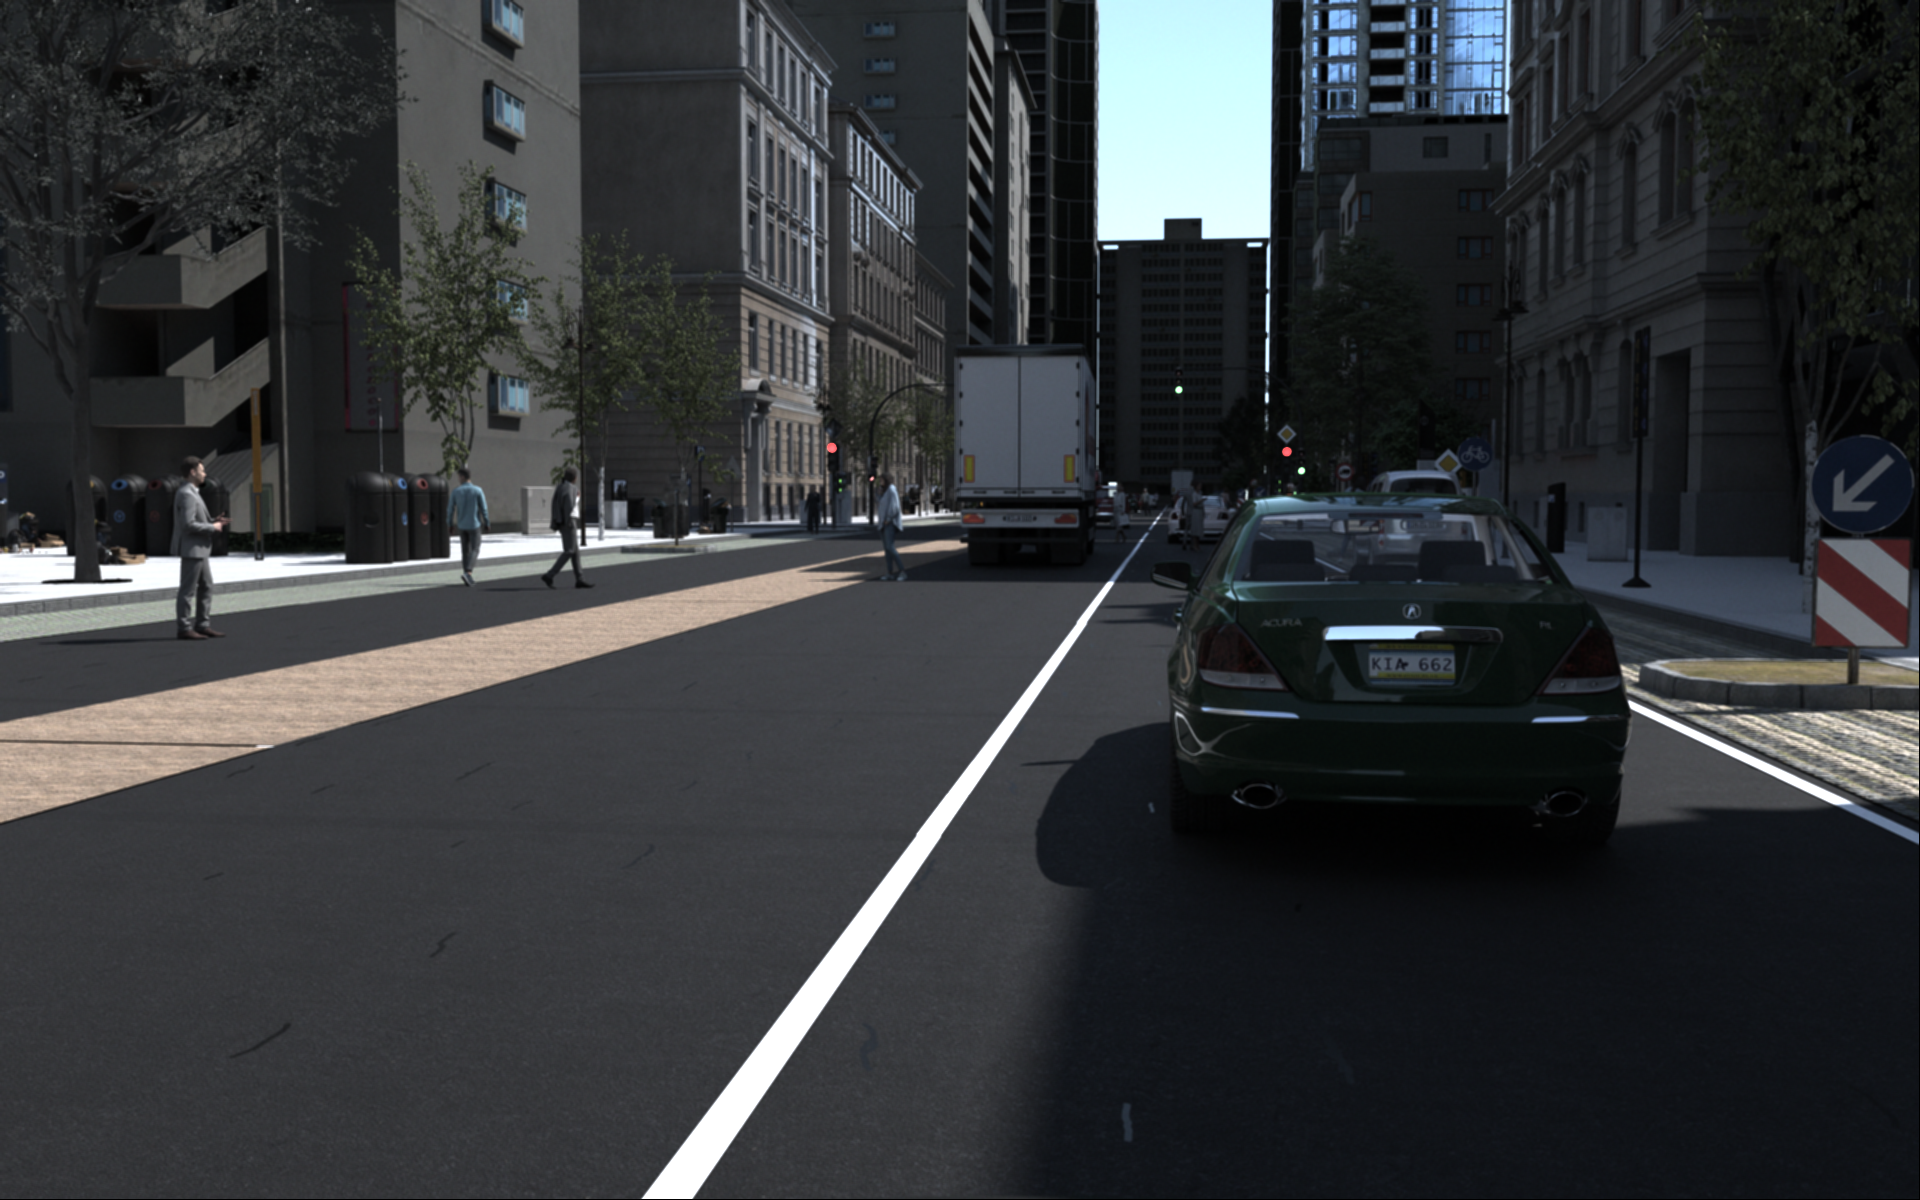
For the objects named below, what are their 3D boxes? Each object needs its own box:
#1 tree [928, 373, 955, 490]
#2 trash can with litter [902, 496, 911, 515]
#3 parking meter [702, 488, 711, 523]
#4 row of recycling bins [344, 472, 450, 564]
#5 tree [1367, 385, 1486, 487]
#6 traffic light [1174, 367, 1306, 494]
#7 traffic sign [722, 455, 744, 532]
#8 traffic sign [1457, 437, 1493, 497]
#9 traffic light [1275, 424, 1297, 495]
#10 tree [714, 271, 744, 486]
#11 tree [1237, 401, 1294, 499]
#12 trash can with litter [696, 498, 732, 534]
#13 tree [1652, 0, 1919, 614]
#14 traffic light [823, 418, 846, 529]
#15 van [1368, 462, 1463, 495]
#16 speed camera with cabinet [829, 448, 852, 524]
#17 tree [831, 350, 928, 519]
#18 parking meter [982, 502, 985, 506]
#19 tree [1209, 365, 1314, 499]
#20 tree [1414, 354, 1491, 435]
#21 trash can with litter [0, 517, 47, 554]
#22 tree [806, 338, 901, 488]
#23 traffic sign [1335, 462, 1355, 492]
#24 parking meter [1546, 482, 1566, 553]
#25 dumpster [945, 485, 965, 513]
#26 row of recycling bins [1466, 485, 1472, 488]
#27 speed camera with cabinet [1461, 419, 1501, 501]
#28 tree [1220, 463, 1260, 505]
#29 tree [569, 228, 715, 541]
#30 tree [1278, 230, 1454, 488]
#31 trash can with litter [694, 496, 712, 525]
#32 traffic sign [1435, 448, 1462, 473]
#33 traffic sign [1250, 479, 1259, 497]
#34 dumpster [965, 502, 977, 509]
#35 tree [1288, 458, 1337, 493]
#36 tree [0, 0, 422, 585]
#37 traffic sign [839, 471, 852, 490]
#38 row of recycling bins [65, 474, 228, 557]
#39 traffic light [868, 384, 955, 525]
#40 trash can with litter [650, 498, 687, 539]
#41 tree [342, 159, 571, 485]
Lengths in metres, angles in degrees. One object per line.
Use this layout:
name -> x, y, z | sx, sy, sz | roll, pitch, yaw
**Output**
tree -> -1.739, -9.369, 103.551 | 4.737, 8.622, 4.395 | 0, 3, 0
trash can with litter -> -3.268, -5.859, 107.182 | 0.624, 1.170, 1.055 | -1, 4, -10
parking meter -> -11.008, -4.089, 75.259 | 0.372, 1.533, 0.369 | 0, 3, 0
row of recycling bins -> -10.826, -1.602, 33.298 | 1.069, 1.692, 3.534 | 0, 4, 6
tree -> 13.965, -4.180, 52.055 | 4.285, 4.588, 4.351 | 0, 3, 0
traffic light -> 10.050, -5.339, 61.967 | 4.771, 5.953, 1.251 | 0, 4, 7
traffic sign -> -7.671, -3.559, 58.188 | 0.884, 2.594, 0.081 | 1, 4, 15
traffic sign -> 11.469, -2.356, 38.632 | 0.768, 2.556, 0.104 | 1, 4, 11
traffic light -> 13.124, -4.945, 69.774 | 0.839, 4.253, 0.868 | 0, 4, 7
tree -> -8.453, -6.271, 52.897 | 4.737, 8.622, 4.395 | 0, 3, 0
tree -> 24.373, -11.372, 136.286 | 4.737, 8.622, 4.395 | 0, 3, 0
trash can with litter -> -7.869, -2.686, 55.297 | 1.055, 1.170, 0.624 | -3, 5, -41
tree -> 9.166, -4.142, 18.088 | 4.737, 8.622, 4.395 | 0, 3, 0
traffic light -> -4.647, -4.587, 63.916 | 0.839, 4.253, 0.868 | 0, 4, 7
van -> 8.224, -1.517, 31.815 | 2.013, 2.044, 4.112 | 0, 4, 7
speed camera with cabinet -> -5.193, -4.943, 75.160 | 0.660, 3.252, 2.038 | 1, 4, 9
tree -> -4.468, -8.443, 88.403 | 4.737, 8.622, 4.395 | 0, 3, 0
parking meter -> 1.950, -7.982, 136.211 | 0.399, 1.863, 0.255 | -3, 5, -41
tree -> 22.632, -11.753, 126.568 | 8.767, 10.594, 7.601 | 1, 4, 16
tree -> 25.363, -8.569, 90.472 | 4.360, 8.622, 3.978 | 0, 3, 0
trash can with litter -> -20.918, -1.653, 38.086 | 1.678, 1.210, 2.233 | -1, 4, -21
tree -> -5.222, -8.037, 81.767 | 4.360, 8.622, 3.978 | 0, 3, 0
traffic sign -> 15.480, -4.258, 69.720 | 0.768, 2.556, 0.104 | 1, 4, 17
parking meter -> 13.003, -1.797, 37.788 | 0.372, 1.533, 0.369 | 0, 3, 0
dumpster -> -0.331, -6.764, 116.355 | 1.264, 1.857, 1.865 | 0, 4, 7
row of recycling bins -> 21.674, -4.212, 75.977 | 3.534, 1.692, 1.069 | -1, 4, -20
speed camera with cabinet -> 13.912, -3.186, 46.427 | 0.660, 3.252, 2.038 | 0, 4, 2
tree -> 32.338, -13.487, 204.227 | 4.285, 4.588, 4.351 | 0, 3, 0
tree -> -10.115, -5.950, 47.647 | 4.737, 8.622, 4.395 | 0, 3, 0
tree -> 17.519, -9.594, 74.985 | 7.486, 12.596, 7.792 | 0, 3, 0
trash can with litter -> -10.811, -3.814, 73.421 | 1.678, 1.210, 2.233 | 0, 4, -8
traffic sign -> 12.296, -2.598, 43.661 | 0.795, 2.450, 0.064 | 1, 4, 15
traffic sign -> 24.106, -8.669, 141.838 | 0.768, 2.556, 0.104 | 0, 4, 8
dumpster -> 0.537, -7.357, 122.779 | 1.502, 2.255, 1.985 | 0, 4, 7
tree -> 16.918, -5.400, 82.888 | 1.663, 3.219, 1.824 | 0, 3, 0
tree -> -12.746, -6.988, 24.622 | 12.009, 13.543, 11.850 | 0, 3, 0
traffic sign -> -5.176, -4.659, 78.307 | 0.606, 2.300, 0.079 | 1, 4, 11
row of recycling bins -> -16.936, -1.772, 36.085 | 3.534, 1.692, 1.069 | 1, 4, 8
traffic light -> -1.573, -5.930, 71.617 | 4.771, 5.953, 1.251 | 0, 4, 7
trash can with litter -> -8.371, -2.355, 49.892 | 1.055, 1.170, 0.624 | 1, 4, 18
tree -> -10.979, -5.319, 37.333 | 4.737, 8.622, 4.395 | 0, 3, 0
